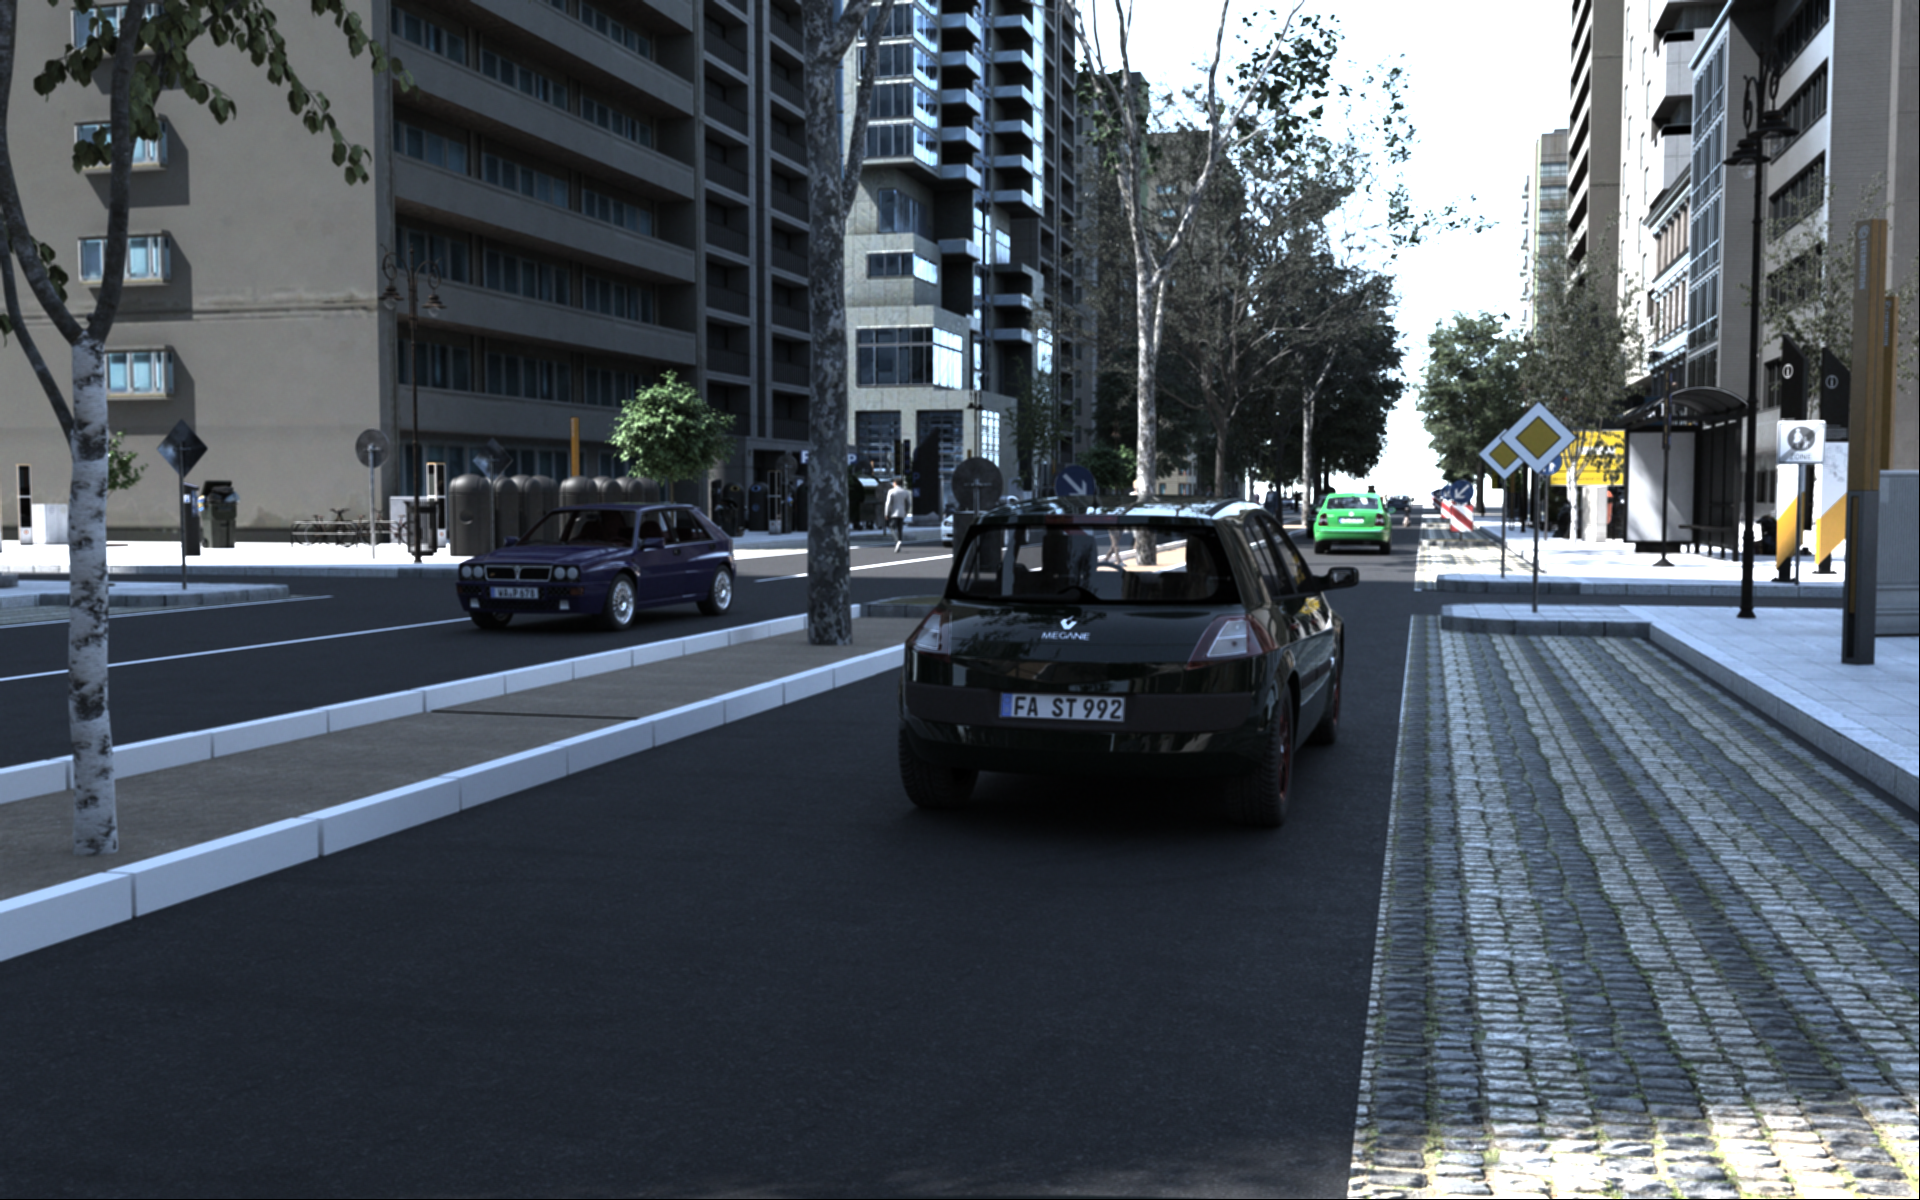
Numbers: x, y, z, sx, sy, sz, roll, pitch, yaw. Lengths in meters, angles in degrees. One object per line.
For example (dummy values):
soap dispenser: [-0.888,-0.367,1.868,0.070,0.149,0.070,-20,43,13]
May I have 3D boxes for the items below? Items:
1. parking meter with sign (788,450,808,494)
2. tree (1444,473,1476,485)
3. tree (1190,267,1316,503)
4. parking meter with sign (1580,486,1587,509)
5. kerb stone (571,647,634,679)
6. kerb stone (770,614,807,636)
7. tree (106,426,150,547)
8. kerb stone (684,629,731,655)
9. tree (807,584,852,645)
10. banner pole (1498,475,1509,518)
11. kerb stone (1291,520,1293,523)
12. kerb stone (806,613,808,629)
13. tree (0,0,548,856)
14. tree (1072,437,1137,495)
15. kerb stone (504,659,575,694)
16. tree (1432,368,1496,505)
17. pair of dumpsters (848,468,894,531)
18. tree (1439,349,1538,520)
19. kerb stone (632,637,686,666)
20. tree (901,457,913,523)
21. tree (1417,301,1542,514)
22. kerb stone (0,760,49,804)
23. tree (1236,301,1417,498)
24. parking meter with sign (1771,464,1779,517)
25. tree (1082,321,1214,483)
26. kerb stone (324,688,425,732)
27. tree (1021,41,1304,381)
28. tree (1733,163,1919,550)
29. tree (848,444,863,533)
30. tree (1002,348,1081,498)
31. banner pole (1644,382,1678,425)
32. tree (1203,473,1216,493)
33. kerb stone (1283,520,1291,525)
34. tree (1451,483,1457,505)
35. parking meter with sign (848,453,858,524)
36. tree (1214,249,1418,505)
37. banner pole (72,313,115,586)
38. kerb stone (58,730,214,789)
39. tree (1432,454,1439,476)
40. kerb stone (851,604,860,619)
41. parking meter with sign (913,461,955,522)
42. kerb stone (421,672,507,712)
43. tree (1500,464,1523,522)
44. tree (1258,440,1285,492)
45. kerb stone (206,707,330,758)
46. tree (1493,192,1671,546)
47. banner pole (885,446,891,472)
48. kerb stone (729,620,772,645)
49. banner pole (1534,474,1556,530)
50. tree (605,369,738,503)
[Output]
parking meter with sign: [-6.535,-4.468,69.316,0.543,3.016,1.738,-2,4,-32]
tree: [47.559,-11.072,164.733,4.285,4.588,4.351,0,3,0]
tree: [9.223,-6.211,54.366,4.360,8.622,3.978,0,3,0]
parking meter with sign: [28.081,-5.029,78.483,1.738,3.016,0.543,-2,4,-26]
kerb stone: [-2.896,0.513,13.806,0.120,0.150,1.000,1,4,15]
kerb stone: [-1.828,0.271,17.765,0.120,0.150,1.000,1,4,15]
tree: [-20.982,-2.917,42.292,1.663,3.219,1.824,0,3,0]
kerb stone: [-2.361,0.395,15.788,0.120,0.150,1.000,1,4,15]
tree: [-0.288,-9.565,14.742,12.611,20.169,13.585,0,3,0]
banner pole: [28.804,-6.215,91.631,0.863,3.779,0.401,-1,4,-15]
kerb stone: [15.853,-3.757,83.649,0.120,0.150,1.000,1,4,15]
kerb stone: [-1.550,0.210,18.757,0.120,0.150,1.000,1,4,15]
tree: [-3.415,-3.305,6.864,4.737,8.622,4.395,0,3,0]
tree: [8.145,-7.140,100.450,4.285,4.588,4.351,0,3,0]
kerb stone: [-3.159,0.574,12.815,0.120,0.150,1.000,1,4,15]
tree: [45.886,-14.452,154.422,7.486,12.596,7.792,0,3,0]
pair of dumpsters: [-3.481,-3.649,62.151,1.574,2.255,4.437,1,4,15]
tree: [27.197,-8.349,86.875,4.737,8.622,4.395,0,3,0]
kerb stone: [-2.626,0.453,14.797,0.120,0.150,1.000,1,4,15]
tree: [-1.769,-4.995,76.265,1.663,3.219,1.824,0,3,0]
tree: [34.240,-12.650,113.487,9.857,13.997,8.962,0,3,0]
kerb stone: [-4.487,0.877,7.862,0.120,0.150,1.000,1,4,15]
tree: [20.371,-10.799,96.021,9.611,12.733,9.660,0,3,0]
parking meter with sign: [21.101,-2.924,44.061,0.543,3.016,1.738,0,4,7]
tree: [13.061,-13.065,120.266,9.857,13.997,8.962,0,3,0]
kerb stone: [-3.692,0.697,10.831,0.120,0.150,1.000,1,4,15]
tree: [6.983,-8.161,46.255,12.009,13.543,11.850,0,3,0]
tree: [19.863,-5.448,39.439,4.360,8.622,3.978,0,3,0]
tree: [-3.977,-3.788,56.534,1.663,3.219,1.824,0,3,0]
tree: [3.965,-8.402,87.738,4.737,8.622,4.395,0,3,0]
banner pole: [15.781,-2.993,38.945,0.863,3.779,0.401,2,4,29]
tree: [22.853,-9.928,156.917,1.663,3.219,1.824,0,3,0]
kerb stone: [15.592,-3.698,82.661,0.120,0.150,1.000,1,4,15]
tree: [59.563,-13.127,209.228,1.663,3.219,1.824,0,3,0]
parking meter with sign: [-4.609,-4.813,74.951,0.543,3.016,1.738,0,4,2]
tree: [17.820,-10.802,85.721,9.857,13.997,8.962,0,3,0]
banner pole: [-12.002,-2.068,23.834,0.401,3.779,0.863,0,4,-4]
kerb stone: [-4.217,0.816,8.848,0.120,0.150,1.000,1,4,15]
tree: [42.479,-11.812,143.493,4.737,8.622,4.395,0,3,0]
kerb stone: [-1.300,0.156,19.749,0.120,0.150,1.000,1,4,15]
parking meter with sign: [-1.059,-4.669,72.595,1.738,3.016,0.543,1,4,14]
kerb stone: [-3.421,0.634,11.827,0.120,0.150,1.000,1,4,15]
tree: [25.740,-5.254,80.509,1.663,3.219,1.824,0,3,0]
tree: [37.946,-16.036,212.550,4.737,8.622,4.395,0,3,0]
kerb stone: [-3.955,0.760,9.843,0.120,0.150,1.000,1,4,15]
tree: [15.027,-5.611,42.096,4.360,8.622,3.978,0,3,0]
banner pole: [-3.707,-6.062,89.134,0.401,3.779,0.863,-2,4,-28]
kerb stone: [-2.088,0.334,16.777,0.120,0.150,1.000,1,4,15]
banner pole: [21.089,-4.428,62.414,0.863,3.779,0.401,-1,4,-8]
tree: [-7.572,-3.749,45.016,4.285,4.588,4.351,0,3,0]
